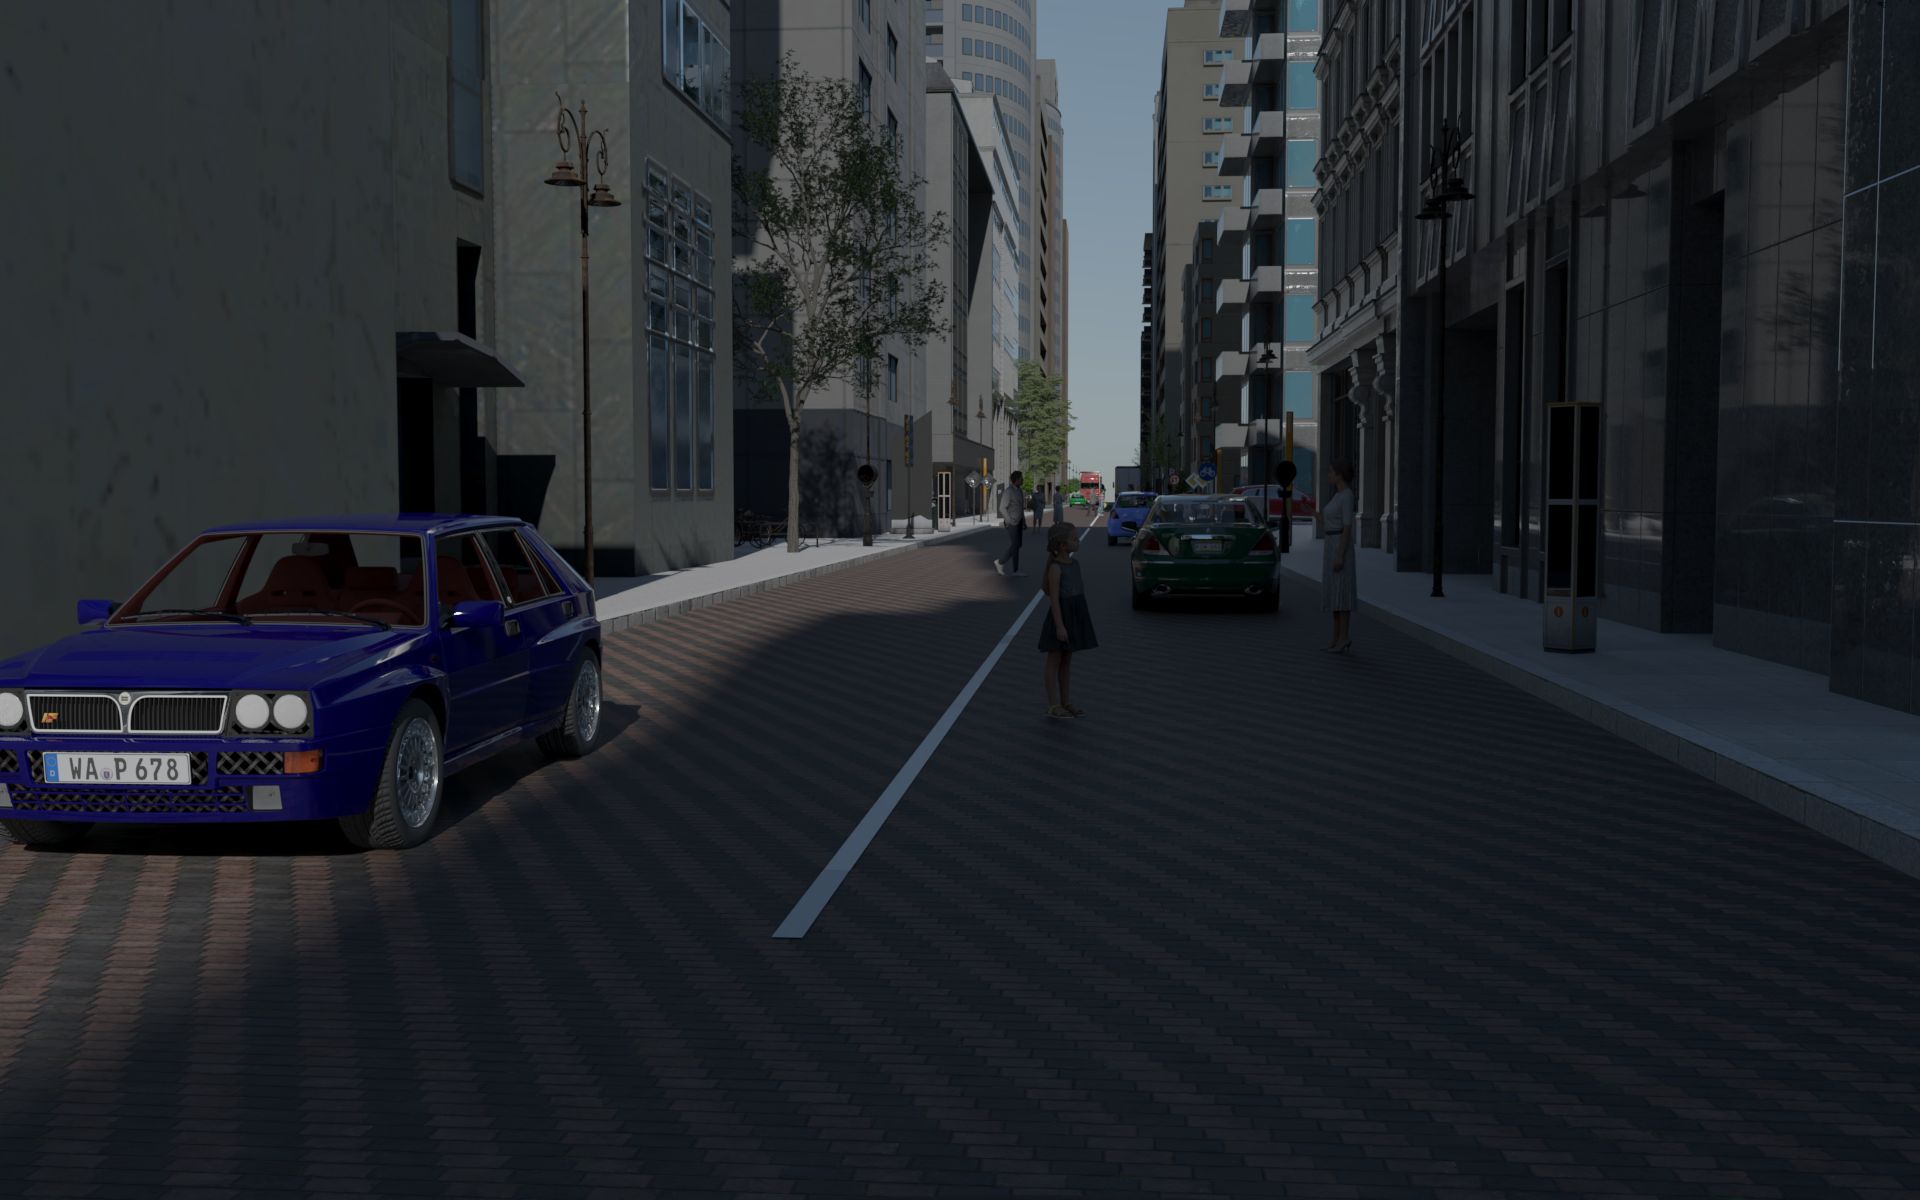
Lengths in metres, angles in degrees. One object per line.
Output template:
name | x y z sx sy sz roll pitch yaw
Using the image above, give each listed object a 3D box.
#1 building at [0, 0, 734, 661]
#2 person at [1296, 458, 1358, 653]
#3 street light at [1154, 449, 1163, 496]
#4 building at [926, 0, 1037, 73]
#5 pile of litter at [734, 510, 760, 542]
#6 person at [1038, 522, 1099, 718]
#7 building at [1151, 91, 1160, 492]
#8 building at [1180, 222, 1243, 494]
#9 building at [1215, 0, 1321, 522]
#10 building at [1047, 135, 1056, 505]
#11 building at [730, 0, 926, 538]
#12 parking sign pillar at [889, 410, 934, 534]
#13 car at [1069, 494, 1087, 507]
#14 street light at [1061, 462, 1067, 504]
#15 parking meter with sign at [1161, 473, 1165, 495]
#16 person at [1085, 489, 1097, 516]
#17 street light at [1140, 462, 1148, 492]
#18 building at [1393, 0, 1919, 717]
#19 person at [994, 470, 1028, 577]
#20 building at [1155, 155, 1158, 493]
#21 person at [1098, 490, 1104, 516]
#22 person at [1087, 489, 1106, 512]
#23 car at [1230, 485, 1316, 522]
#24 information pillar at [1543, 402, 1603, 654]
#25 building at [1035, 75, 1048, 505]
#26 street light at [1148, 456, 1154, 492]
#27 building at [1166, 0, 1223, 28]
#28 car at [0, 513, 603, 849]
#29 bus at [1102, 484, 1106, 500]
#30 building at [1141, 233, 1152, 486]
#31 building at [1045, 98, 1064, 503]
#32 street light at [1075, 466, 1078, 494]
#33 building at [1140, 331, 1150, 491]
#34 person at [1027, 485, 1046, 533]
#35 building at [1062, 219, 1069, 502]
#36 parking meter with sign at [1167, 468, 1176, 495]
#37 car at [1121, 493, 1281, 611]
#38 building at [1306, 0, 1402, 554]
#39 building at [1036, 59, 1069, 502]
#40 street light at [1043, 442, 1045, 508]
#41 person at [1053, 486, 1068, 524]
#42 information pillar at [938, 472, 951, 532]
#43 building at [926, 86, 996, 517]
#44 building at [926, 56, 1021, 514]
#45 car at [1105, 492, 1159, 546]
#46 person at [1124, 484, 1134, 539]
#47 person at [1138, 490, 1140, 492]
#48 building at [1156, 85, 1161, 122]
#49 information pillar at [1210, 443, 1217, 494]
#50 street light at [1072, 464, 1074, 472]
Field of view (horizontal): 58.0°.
building | -14.884 -43.041 16.393 22.319 86.520 31.000 0 4 5
person | 3.349 -0.406 15.716 0.524 1.755 0.480 0 4 -3
street light | 18.089 -11.288 157.353 0.468 5.910 1.993 0 4 5
building | -3.730 -38.319 168.510 21.231 58.520 28.212 0 4 5
pile of litter | -6.060 -2.039 47.300 1.176 0.858 1.719 0 4 -6
person | 0.705 0.122 11.177 0.373 1.253 0.362 3 5 40
building | 38.599 -43.484 252.958 21.231 58.520 28.212 0 4 5
building | 30.187 -17.030 123.475 27.650 21.520 28.899 0 4 5
building | 28.322 -28.552 86.439 30.456 49.044 23.786 0 4 5
building | 4.511 -34.350 211.735 14.600 45.320 14.200 0 4 5
building | -12.296 -37.967 59.009 20.611 71.187 20.563 0 4 5
parking sign pillar | -1.550 -4.106 55.600 1.447 3.967 1.447 0 4 -2
car | 12.893 -11.065 189.709 1.959 1.807 4.718 0 4 5
street light | 11.998 -14.123 203.691 0.468 5.910 1.993 0 4 5
parking meter with sign | 17.579 -9.003 143.458 1.738 3.016 0.543 -1 4 -20
person | 8.453 -6.276 111.512 0.834 1.777 0.661 2 4 34
street light | 24.450 -15.662 228.861 0.468 5.910 1.993 0 4 5
building | 12.309 -12.210 17.658 12.078 24.808 19.932 0 4 5
person | 0.878 -1.337 30.210 0.795 1.843 0.661 2 4 34
building | 32.325 -34.525 188.178 21.300 48.544 21.600 0 4 5
person | 9.349 -6.452 114.827 0.643 1.720 0.563 -2 4 -24
person | 10.666 -7.719 134.925 1.509 1.804 0.699 0 4 -8
car | 13.811 -3.981 73.770 5.304 1.827 2.281 0 4 6
information pillar | 4.943 -0.581 13.987 0.304 2.012 0.304 -2 4 -32
building | -1.277 -34.853 193.555 21.300 48.544 21.600 0 4 5
street light | 20.215 -12.733 180.976 0.468 5.910 1.993 0 4 5
building | 30.249 -33.212 166.717 21.300 48.544 21.600 0 4 5
car | -2.965 0.264 8.257 1.945 1.354 3.894 0 4 4
bus | 23.799 -18.652 299.813 2.948 3.499 13.247 0 4 5
building | 40.736 -38.361 281.824 22.147 44.769 28.867 0 4 5
building | 4.045 -43.473 252.776 21.231 58.520 28.212 0 4 5
street light | 17.177 -17.734 262.733 0.468 5.910 1.993 0 4 5
building | 38.645 -32.555 303.978 14.160 30.474 14.107 0 4 5
person | 2.796 -3.352 63.667 0.716 1.782 0.532 0 4 4
building | 10.010 -38.152 273.899 14.600 45.320 14.200 0 4 5
parking meter with sign | 14.443 -7.267 115.074 0.543 3.016 1.738 -1 4 -21
car | 3.176 -0.673 22.799 2.131 1.459 4.920 0 4 6
building | 14.506 -12.046 47.856 10.553 20.767 40.483 0 4 5
building | 8.193 -52.138 290.713 20.563 71.187 20.611 0 4 5
street light | 7.608 -11.199 155.888 0.468 5.910 1.993 0 4 5
person | 3.774 -3.445 65.401 0.480 1.755 0.524 2 4 30
information pillar | -0.530 -3.290 58.284 0.304 2.012 0.304 -3 5 -43
building | -6.167 -16.892 95.243 14.314 24.678 30.058 0 4 5
building | -1.990 -21.237 124.711 11.434 29.767 29.804 0 4 5
car | 5.078 -2.425 49.245 1.945 1.707 3.694 0 4 6
person | 5.311 -2.803 54.900 0.524 1.755 0.480 -2 4 -27
person | 15.554 -8.662 150.463 0.374 1.781 0.599 1 4 14
building | 38.671 -38.095 212.084 28.713 52.752 27.495 0 4 5
information pillar | 11.494 -5.340 78.667 0.183 3.616 0.504 -2 4 -24
street light | 15.117 -16.288 239.100 0.468 5.910 1.993 0 4 5
